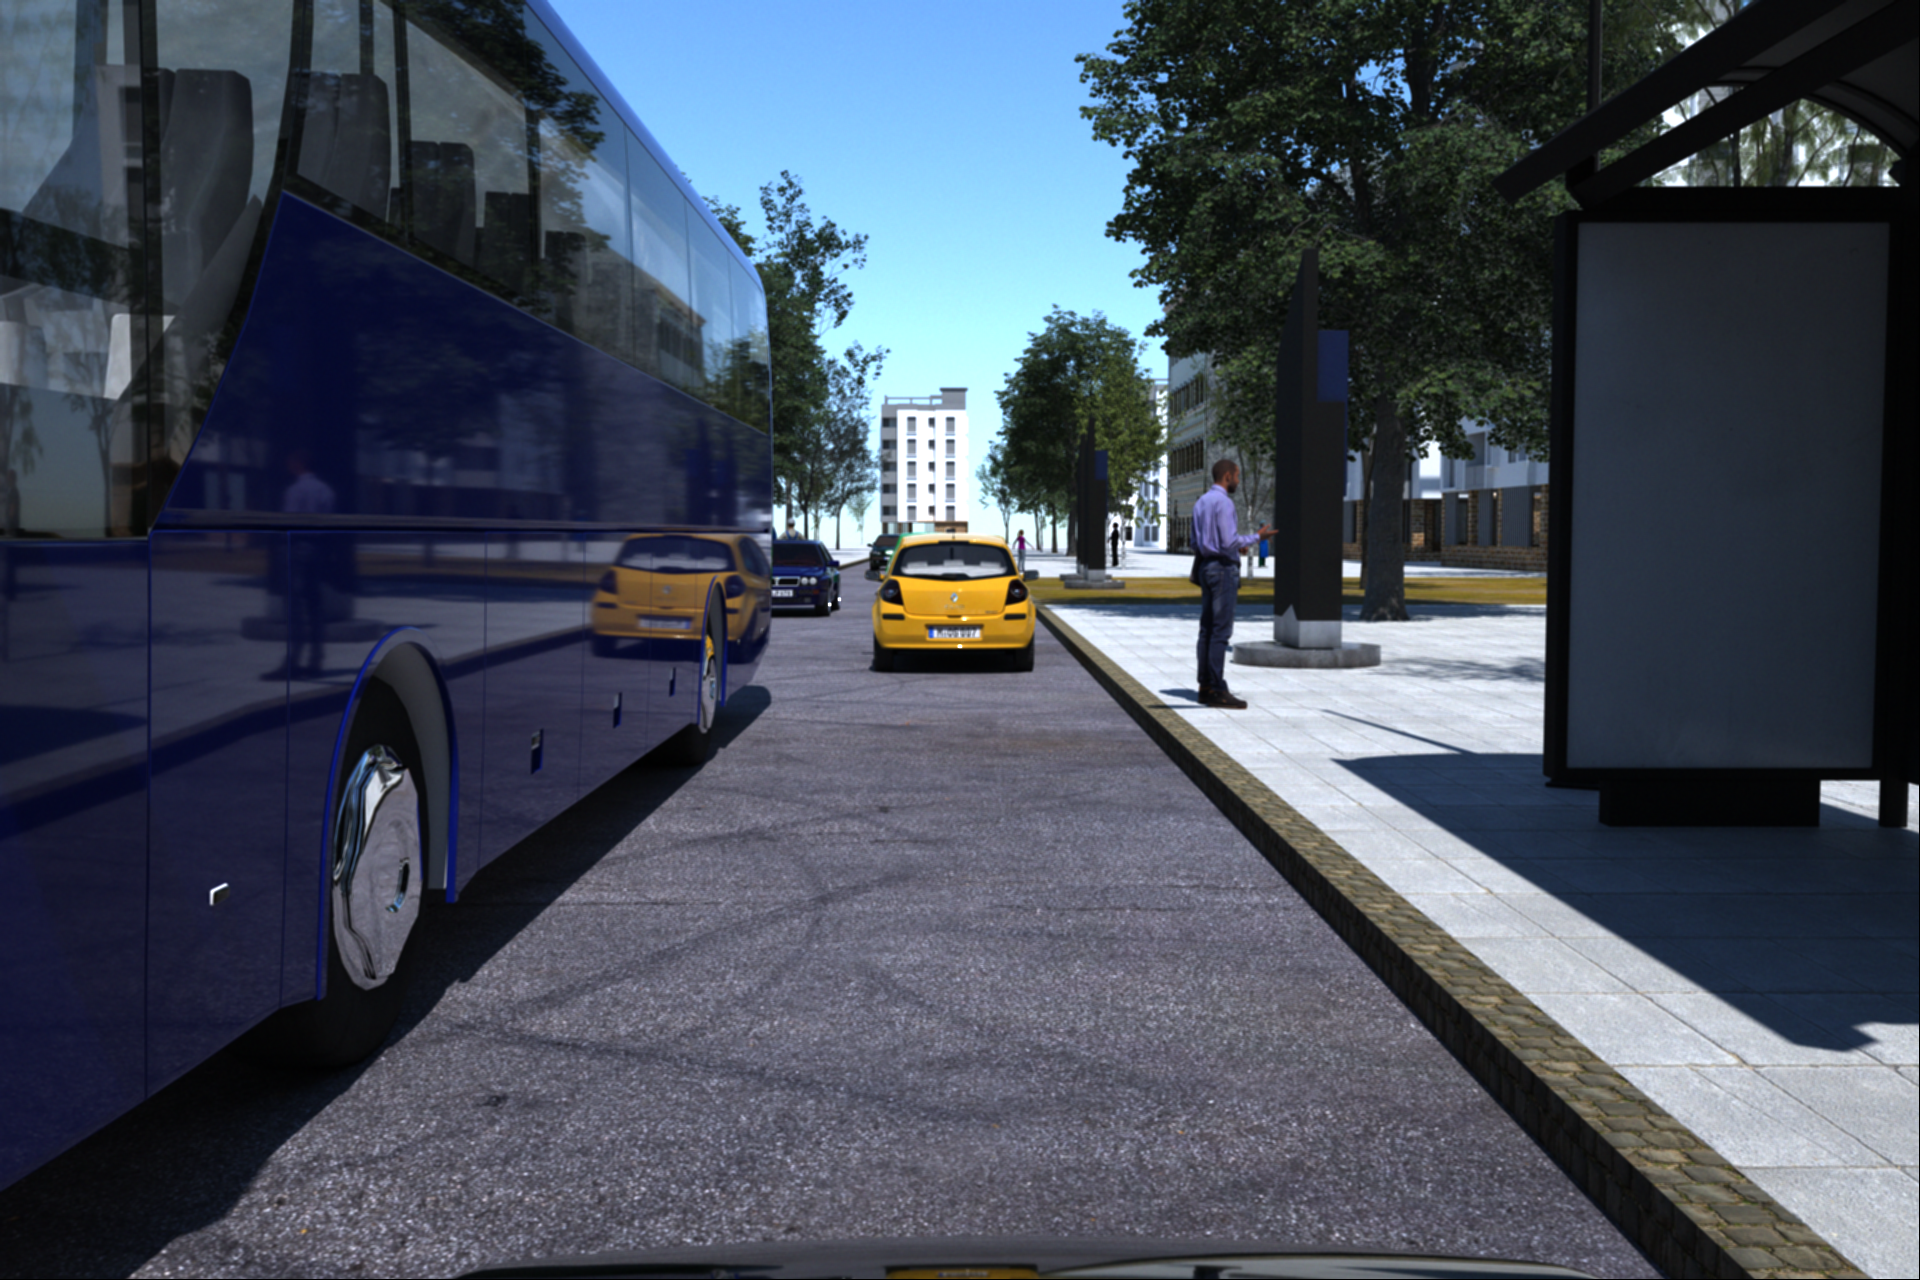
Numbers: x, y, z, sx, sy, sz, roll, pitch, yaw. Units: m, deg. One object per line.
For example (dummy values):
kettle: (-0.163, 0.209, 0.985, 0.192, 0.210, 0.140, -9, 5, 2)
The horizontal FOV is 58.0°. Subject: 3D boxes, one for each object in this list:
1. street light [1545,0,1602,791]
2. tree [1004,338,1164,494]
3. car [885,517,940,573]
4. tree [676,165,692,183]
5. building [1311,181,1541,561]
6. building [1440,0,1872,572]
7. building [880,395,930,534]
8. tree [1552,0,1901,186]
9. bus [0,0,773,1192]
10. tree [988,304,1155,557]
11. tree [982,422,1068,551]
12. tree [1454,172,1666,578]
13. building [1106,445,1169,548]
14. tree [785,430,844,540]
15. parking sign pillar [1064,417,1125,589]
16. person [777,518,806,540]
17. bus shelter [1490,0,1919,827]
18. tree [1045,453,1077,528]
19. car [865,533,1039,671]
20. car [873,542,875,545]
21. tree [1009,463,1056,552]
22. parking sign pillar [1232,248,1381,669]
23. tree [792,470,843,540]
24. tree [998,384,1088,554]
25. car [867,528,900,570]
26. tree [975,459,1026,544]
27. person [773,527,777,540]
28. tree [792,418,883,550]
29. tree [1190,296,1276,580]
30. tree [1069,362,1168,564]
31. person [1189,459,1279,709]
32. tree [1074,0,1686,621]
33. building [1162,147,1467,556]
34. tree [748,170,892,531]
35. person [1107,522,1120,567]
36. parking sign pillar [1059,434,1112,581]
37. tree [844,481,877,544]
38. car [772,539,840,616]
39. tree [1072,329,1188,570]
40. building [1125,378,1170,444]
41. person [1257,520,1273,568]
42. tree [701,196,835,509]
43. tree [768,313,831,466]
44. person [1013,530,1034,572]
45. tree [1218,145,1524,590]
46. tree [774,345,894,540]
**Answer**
street light: (3.696, -2.208, 8.643, 1.470, 5.913, 1.316, 0, 4, 0)
tree: (5.882, -8.998, 81.537, 8.767, 10.594, 7.601, 2, 4, 27)
car: (-0.676, -1.765, 37.653, 1.959, 1.807, 4.718, 0, 4, -1)
tree: (-9.883, -8.257, 53.124, 7.486, 12.596, 7.792, 0, 3, 0)
building: (24.177, -14.530, 93.991, 16.016, 20.090, 11.380, 0, 4, -1)
building: (24.357, -12.911, 67.517, 16.016, 20.090, 11.380, 0, 3, 0)
building: (-10.096, -22.527, 227.192, 11.380, 20.090, 16.016, 0, 4, 0)
tree: (5.424, -3.790, 12.328, 4.360, 8.622, 3.978, 0, 3, 0)
bus: (-2.766, -1.000, 7.899, 2.896, 3.916, 12.251, 0, 3, 0)
tree: (6.414, -11.662, 97.331, 9.857, 13.997, 8.962, 0, 3, 0)
tree: (5.813, -12.222, 134.246, 7.601, 10.594, 8.767, 2, 4, 26)
tree: (17.620, -7.589, 49.832, 9.928, 11.665, 9.643, 0, 3, 0)
building: (19.298, -14.319, 176.262, 9.099, 9.664, 28.070, 0, 4, -1)
tree: (-9.695, -10.439, 121.037, 4.360, 8.622, 3.978, 0, 3, 0)
parking sign pillar: (3.175, -3.196, 40.731, 1.447, 3.967, 1.447, 0, 4, 0)
person: (-4.351, -2.224, 44.679, 1.347, 1.847, 0.705, -1, 4, -17)
bus shelter: (3.369, -0.680, 5.048, 2.014, 3.302, 5.546, 0, 4, 0)
tree: (14.900, -19.041, 229.453, 7.486, 12.596, 7.792, 0, 3, 0)
car: (-0.085, -0.567, 19.496, 2.015, 1.641, 3.980, 0, 4, -1)
car: (-3.123, -4.449, 82.530, 2.009, 1.686, 4.222, 0, 3, 0)
tree: (6.059, -10.604, 123.737, 4.360, 8.622, 3.978, 0, 3, 0)
parking sign pillar: (3.437, -1.750, 17.079, 1.447, 3.967, 1.447, 0, 4, 0)
tree: (-18.761, -17.907, 227.185, 7.601, 10.594, 8.767, 0, 4, 6)
tree: (6.107, -11.528, 114.237, 9.928, 11.665, 9.643, 0, 3, 0)
car: (-2.710, -3.679, 69.939, 2.009, 1.686, 4.222, 0, 4, 0)
tree: (6.011, -18.360, 225.948, 9.928, 11.665, 9.643, 0, 3, 0)
person: (-5.494, -2.644, 49.199, 0.705, 1.833, 1.349, -2, 4, -34)
tree: (-9.887, -12.434, 137.705, 8.767, 10.594, 7.601, 1, 4, 17)
tree: (8.142, -6.016, 48.717, 4.360, 8.622, 3.978, 0, 3, 0)
tree: (6.489, -7.560, 73.974, 4.737, 8.622, 4.395, 0, 3, 0)
person: (2.056, -0.432, 12.980, 0.599, 1.838, 0.709, -1, 4, -16)
tree: (6.395, -7.274, 25.593, 9.857, 13.997, 8.962, 0, 3, 0)
building: (23.263, -16.911, 107.429, 19.493, 23.208, 18.063, 0, 3, 0)
tree: (-10.059, -14.506, 93.056, 12.611, 20.169, 13.585, 0, 3, 0)
person: (6.016, -3.754, 68.106, 0.721, 1.740, 1.216, 2, 4, 23)
parking sign pillar: (3.455, -3.607, 47.452, 1.447, 3.967, 1.447, 0, 4, -1)
tree: (-12.406, -16.686, 223.179, 4.360, 8.622, 3.978, 0, 3, 0)
car: (-3.121, -1.148, 31.352, 1.945, 1.354, 3.894, 0, 3, 0)
tree: (5.919, -6.818, 61.834, 4.737, 8.622, 4.395, 0, 3, 0)
building: (24.574, -21.423, 206.678, 16.016, 20.090, 11.380, 0, 4, -1)
person: (11.533, -3.650, 65.810, 0.704, 1.817, 1.347, 2, 4, 33)
tree: (-9.066, -9.730, 65.737, 9.857, 13.997, 8.962, 0, 3, 0)
tree: (-9.505, -9.362, 78.817, 9.928, 11.665, 9.643, 0, 3, 0)
person: (2.110, -2.990, 58.148, 0.599, 1.433, 0.991, -3, 5, -42)
tree: (9.688, -6.457, 39.988, 7.601, 10.594, 8.767, -3, 4, -36)
tree: (-9.745, -12.140, 108.851, 12.009, 13.543, 11.850, 0, 3, 0)
